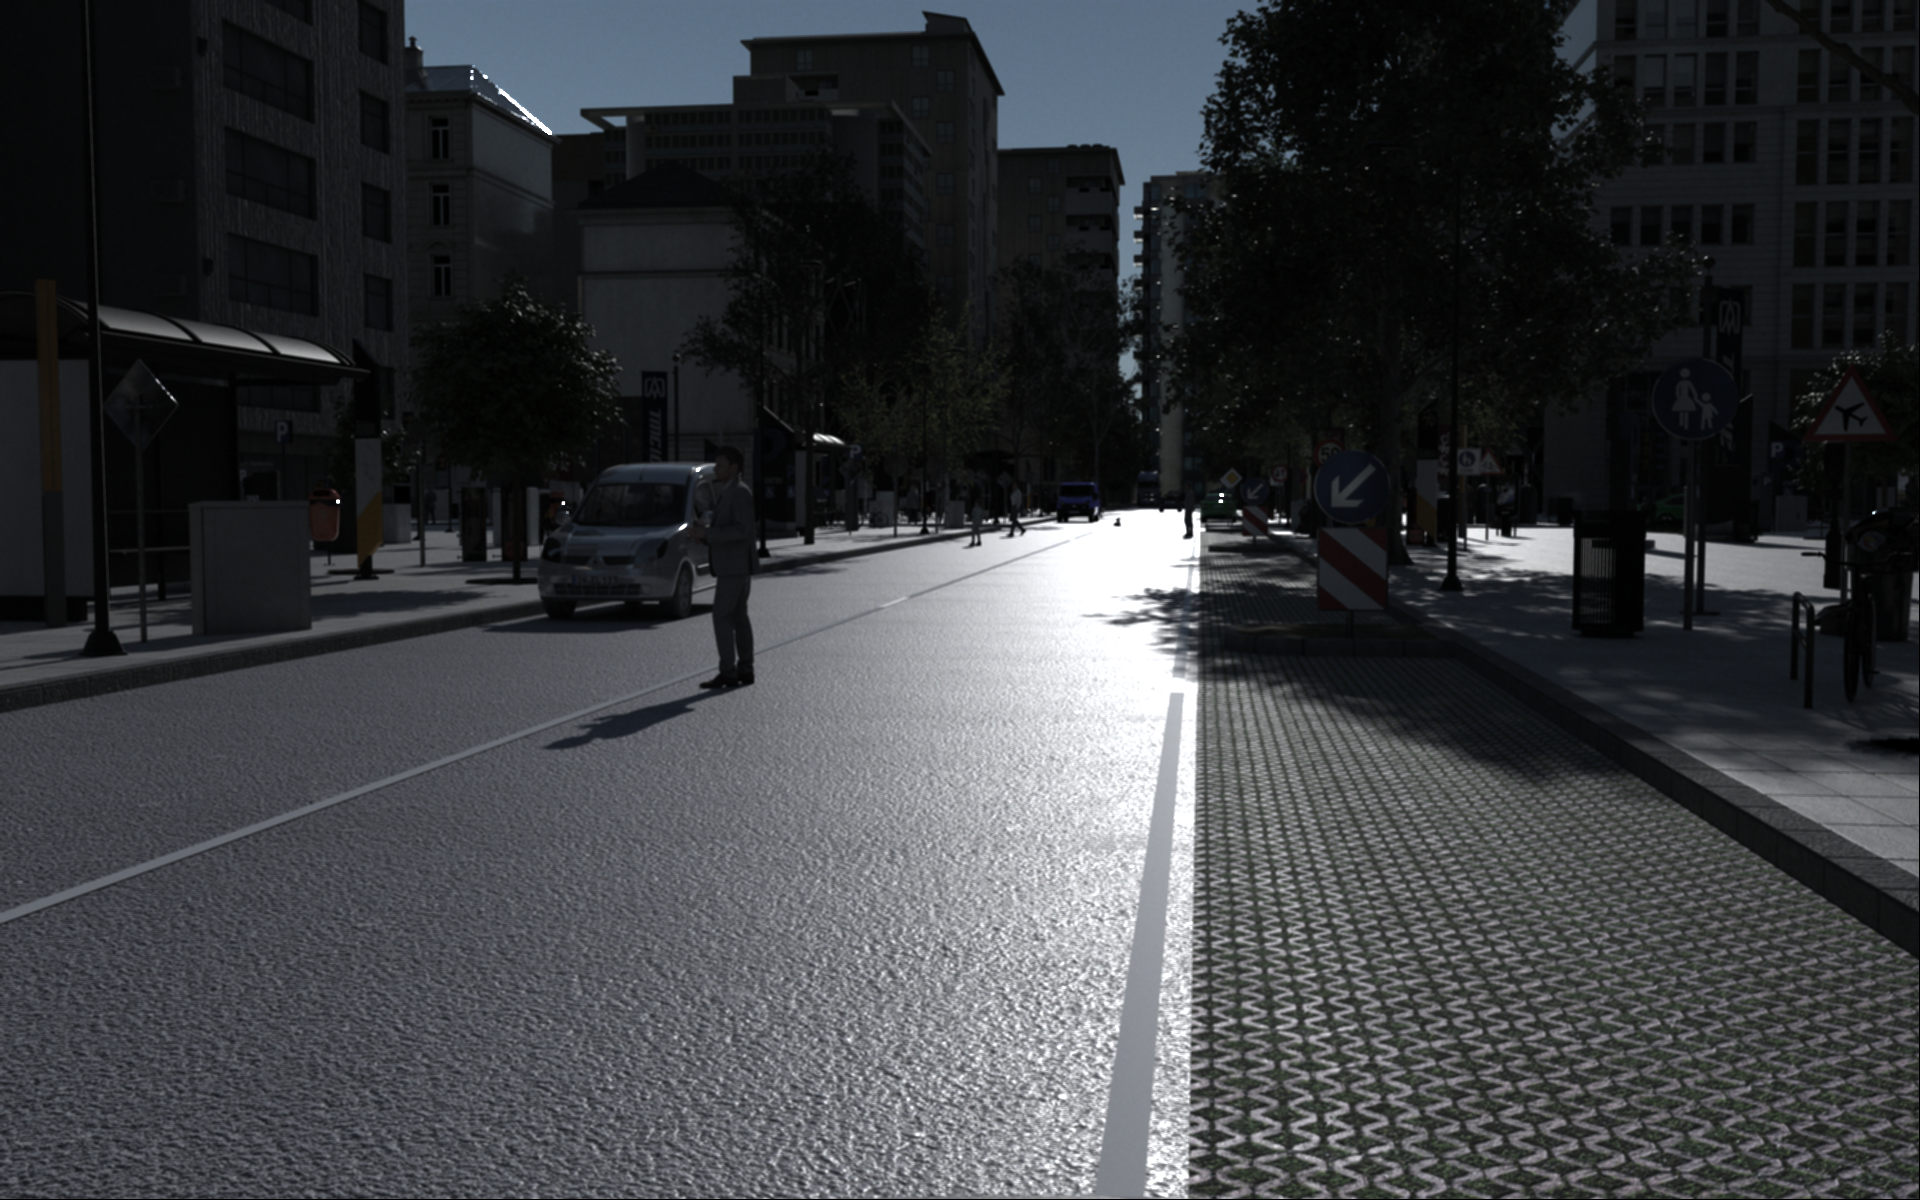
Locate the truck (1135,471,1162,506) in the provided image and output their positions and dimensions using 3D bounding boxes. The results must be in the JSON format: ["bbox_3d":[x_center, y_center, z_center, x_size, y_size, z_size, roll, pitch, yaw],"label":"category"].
[{"bbox_3d":[23.000,-13.374,208.416,2.967,4.110,18.799,1,4,9],"label":"truck"}]

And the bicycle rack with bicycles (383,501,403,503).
[{"bbox_3d":[-39.894,-6.341,117.063,2.925,0.926,2.852,2,4,32],"label":"bicycle rack with bicycles"}]

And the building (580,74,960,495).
[{"bbox_3d":[-16.552,-28.924,164.793,32.217,40.220,23.993,0,4,8],"label":"building"}]

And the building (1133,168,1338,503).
[{"bbox_3d":[41.009,-38.871,255.154,30.456,49.044,23.786,0,4,8],"label":"building"}]

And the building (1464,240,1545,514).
[{"bbox_3d":[42.301,-15.179,115.626,16.820,18.784,16.811,0,4,8],"label":"building"}]

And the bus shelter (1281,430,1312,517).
[{"bbox_3d":[19.258,-7.434,99.173,2.179,5.291,8.768,0,4,8],"label":"bus shelter"}]

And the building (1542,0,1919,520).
[{"bbox_3d":[46.123,-18.970,87.651,29.804,29.767,11.434,0,4,8],"label":"building"}]

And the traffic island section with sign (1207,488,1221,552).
[{"bbox_3d":[7.195,-2.104,43.031,1.989,1.847,2.006,0,4,8],"label":"traffic island section with sign"}]

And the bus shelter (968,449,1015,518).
[{"bbox_3d":[1.660,-6.303,94.340,1.731,3.624,6.357,0,4,8],"label":"bus shelter"}]

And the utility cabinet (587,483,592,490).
[{"bbox_3d":[-6.826,-1.580,34.516,1.173,1.500,0.318,1,4,17],"label":"utility cabinet"}]

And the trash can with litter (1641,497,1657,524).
[{"bbox_3d":[25.280,-3.151,62.898,1.055,1.170,0.624,2,4,23],"label":"trash can with litter"}]

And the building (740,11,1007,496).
[{"bbox_3d":[-10.120,-37.339,199.723,27.495,52.752,28.713,0,4,8],"label":"building"}]

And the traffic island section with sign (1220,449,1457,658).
[{"bbox_3d":[3.464,-0.456,16.086,1.989,1.847,2.006,0,4,8],"label":"traffic island section with sign"}]

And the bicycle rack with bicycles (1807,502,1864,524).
[{"bbox_3d":[36.961,-3.708,74.012,2.925,0.926,2.852,-1,4,-19],"label":"bicycle rack with bicycles"}]

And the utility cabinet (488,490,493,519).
[{"bbox_3d":[-22.935,-4.740,86.174,1.173,1.500,0.318,2,4,33],"label":"utility cabinet"}]

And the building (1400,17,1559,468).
[{"bbox_3d":[45.688,-28.736,153.424,14.154,41.232,14.086,0,4,8],"label":"building"}]

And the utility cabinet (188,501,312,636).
[{"bbox_3d":[-6.593,-0.302,16.106,0.306,1.237,1.020,3,5,43],"label":"utility cabinet"}]

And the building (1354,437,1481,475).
[{"bbox_3d":[52.436,-33.521,198.180,14.600,45.320,14.200,0,4,8],"label":"building"}]

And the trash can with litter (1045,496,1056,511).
[{"bbox_3d":[6.441,-6.776,122.179,0.624,1.170,1.055,-2,4,-29],"label":"trash can with litter"}]

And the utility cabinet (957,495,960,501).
[{"bbox_3d":[-0.548,-7.771,138.217,1.020,1.237,0.306,0,4,3],"label":"utility cabinet"}]

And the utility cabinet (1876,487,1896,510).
[{"bbox_3d":[29.577,-2.810,54.616,1.173,1.500,0.318,3,4,37],"label":"utility cabinet"}]

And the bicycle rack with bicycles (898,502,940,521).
[{"bbox_3d":[-2.242,-4.248,82.837,2.925,0.926,2.852,0,4,5],"label":"bicycle rack with bicycles"}]

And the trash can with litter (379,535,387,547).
[{"bbox_3d":[-14.370,-1.862,41.830,0.624,1.170,1.055,1,4,14],"label":"trash can with litter"}]

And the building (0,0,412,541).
[{"bbox_3d":[-23.601,-16.863,47.413,14.107,30.474,14.160,0,4,8],"label":"building"}]

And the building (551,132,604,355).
[{"bbox_3d":[-45.233,-34.323,211.292,14.200,45.320,14.600,0,4,8],"label":"building"}]

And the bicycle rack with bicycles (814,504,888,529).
[{"bbox_3d":[-4.423,-3.086,63.832,2.925,0.926,2.852,1,4,22],"label":"bicycle rack with bicycles"}]

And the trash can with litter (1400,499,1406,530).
[{"bbox_3d":[15.149,-3.075,61.342,2.233,1.210,1.678,-3,5,-42],"label":"trash can with litter"}]

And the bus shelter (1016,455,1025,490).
[{"bbox_3d":[2.697,-6.868,103.576,1.731,3.624,6.357,0,4,8],"label":"bus shelter"}]

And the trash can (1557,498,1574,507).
[{"bbox_3d":[24.869,-3.641,71.188,0.748,1.137,0.748,0,3,0],"label":"trash can"}]

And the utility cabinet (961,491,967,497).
[{"bbox_3d":[0.651,-7.774,135.783,1.173,1.500,0.318,1,4,9],"label":"utility cabinet"}]

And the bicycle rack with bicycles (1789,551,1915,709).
[{"bbox_3d":[6.424,0.151,10.906,2.852,0.926,2.925,2,4,24],"label":"bicycle rack with bicycles"}]

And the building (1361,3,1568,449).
[{"bbox_3d":[53.432,-52.672,173.863,22.319,86.520,31.000,0,4,8],"label":"building"}]

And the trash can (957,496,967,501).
[{"bbox_3d":[0.211,-5.935,108.683,0.748,1.137,0.748,0,3,0],"label":"trash can"}]

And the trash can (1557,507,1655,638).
[{"bbox_3d":[5.835,-0.240,15.578,0.748,1.137,0.748,0,3,0],"label":"trash can"}]

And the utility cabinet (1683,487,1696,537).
[{"bbox_3d":[21.722,-2.554,50.442,1.173,1.500,0.318,1,4,22],"label":"utility cabinet"}]

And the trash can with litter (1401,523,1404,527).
[{"bbox_3d":[15.986,-3.246,64.462,1.055,1.170,0.624,1,4,21],"label":"trash can with litter"}]

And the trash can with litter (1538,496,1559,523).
[{"bbox_3d":[26.027,-4.040,77.111,2.233,1.210,1.678,-1,4,-8],"label":"trash can with litter"}]

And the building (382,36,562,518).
[{"bbox_3d":[-37.096,-18.496,99.669,25.104,27.353,12.463,0,4,8],"label":"building"}]

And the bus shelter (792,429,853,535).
[{"bbox_3d":[-4.988,-3.804,56.126,2.014,3.302,5.546,0,4,8],"label":"bus shelter"}]

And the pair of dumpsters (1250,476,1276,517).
[{"bbox_3d":[16.623,-5.683,95.406,1.574,2.255,4.437,0,4,8],"label":"pair of dumpsters"}]

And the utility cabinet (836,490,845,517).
[{"bbox_3d":[-6.852,-5.378,96.613,1.173,1.500,0.318,3,5,45],"label":"utility cabinet"}]

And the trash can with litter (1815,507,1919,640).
[{"bbox_3d":[8.015,-0.248,15.442,0.624,1.170,1.055,0,4,-8],"label":"trash can with litter"}]

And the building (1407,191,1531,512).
[{"bbox_3d":[42.220,-19.358,134.528,12.078,24.808,19.932,0,4,8],"label":"building"}]

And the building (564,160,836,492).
[{"bbox_3d":[-14.319,-14.421,100.408,10.561,19.102,19.286,0,4,8],"label":"building"}]

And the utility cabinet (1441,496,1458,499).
[{"bbox_3d":[18.061,-3.232,64.004,0.306,1.237,1.020,0,4,-4],"label":"utility cabinet"}]

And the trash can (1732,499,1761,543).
[{"bbox_3d":[20.618,-2.067,45.452,0.748,1.137,0.748,0,3,0],"label":"trash can"}]

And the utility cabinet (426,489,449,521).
[{"bbox_3d":[-24.893,-4.524,82.653,1.173,1.500,0.318,1,4,19],"label":"utility cabinet"}]

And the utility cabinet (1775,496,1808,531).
[{"bbox_3d":[28.575,-2.959,59.545,1.020,1.237,0.306,0,4,-7],"label":"utility cabinet"}]

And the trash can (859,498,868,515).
[{"bbox_3d":[-5.943,-5.783,106.205,0.748,1.137,0.748,0,3,0],"label":"trash can"}]

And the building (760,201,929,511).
[{"bbox_3d":[-9.832,-18.976,139.929,12.332,23.373,15.834,0,4,8],"label":"building"}]

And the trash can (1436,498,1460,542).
[{"bbox_3d":[13.416,-2.263,48.658,0.748,1.137,0.748,0,3,0],"label":"trash can"}]

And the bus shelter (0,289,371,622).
[{"bbox_3d":[-9.002,-1.587,19.878,2.014,3.302,5.546,0,4,8],"label":"bus shelter"}]

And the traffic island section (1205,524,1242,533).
[{"bbox_3d":[10.311,-2.648,65.578,2.009,0.180,2.903,0,4,8],"label":"traffic island section"}]

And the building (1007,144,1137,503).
[{"bbox_3d":[12.507,-41.064,260.639,27.495,52.752,28.713,0,4,8],"label":"building"}]

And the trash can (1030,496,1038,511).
[{"bbox_3d":[5.515,-7.229,129.854,0.748,1.137,0.748,0,3,0],"label":"trash can"}]

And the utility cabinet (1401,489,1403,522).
[{"bbox_3d":[19.740,-4.249,78.157,0.318,1.500,1.173,0,4,7],"label":"utility cabinet"}]

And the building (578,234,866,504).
[{"bbox_3d":[-15.107,-15.368,118.714,16.820,18.784,16.811,0,4,8],"label":"building"}]

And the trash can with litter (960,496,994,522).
[{"bbox_3d":[0.664,-4.159,79.057,2.233,1.210,1.678,-1,4,-22],"label":"trash can with litter"}]
